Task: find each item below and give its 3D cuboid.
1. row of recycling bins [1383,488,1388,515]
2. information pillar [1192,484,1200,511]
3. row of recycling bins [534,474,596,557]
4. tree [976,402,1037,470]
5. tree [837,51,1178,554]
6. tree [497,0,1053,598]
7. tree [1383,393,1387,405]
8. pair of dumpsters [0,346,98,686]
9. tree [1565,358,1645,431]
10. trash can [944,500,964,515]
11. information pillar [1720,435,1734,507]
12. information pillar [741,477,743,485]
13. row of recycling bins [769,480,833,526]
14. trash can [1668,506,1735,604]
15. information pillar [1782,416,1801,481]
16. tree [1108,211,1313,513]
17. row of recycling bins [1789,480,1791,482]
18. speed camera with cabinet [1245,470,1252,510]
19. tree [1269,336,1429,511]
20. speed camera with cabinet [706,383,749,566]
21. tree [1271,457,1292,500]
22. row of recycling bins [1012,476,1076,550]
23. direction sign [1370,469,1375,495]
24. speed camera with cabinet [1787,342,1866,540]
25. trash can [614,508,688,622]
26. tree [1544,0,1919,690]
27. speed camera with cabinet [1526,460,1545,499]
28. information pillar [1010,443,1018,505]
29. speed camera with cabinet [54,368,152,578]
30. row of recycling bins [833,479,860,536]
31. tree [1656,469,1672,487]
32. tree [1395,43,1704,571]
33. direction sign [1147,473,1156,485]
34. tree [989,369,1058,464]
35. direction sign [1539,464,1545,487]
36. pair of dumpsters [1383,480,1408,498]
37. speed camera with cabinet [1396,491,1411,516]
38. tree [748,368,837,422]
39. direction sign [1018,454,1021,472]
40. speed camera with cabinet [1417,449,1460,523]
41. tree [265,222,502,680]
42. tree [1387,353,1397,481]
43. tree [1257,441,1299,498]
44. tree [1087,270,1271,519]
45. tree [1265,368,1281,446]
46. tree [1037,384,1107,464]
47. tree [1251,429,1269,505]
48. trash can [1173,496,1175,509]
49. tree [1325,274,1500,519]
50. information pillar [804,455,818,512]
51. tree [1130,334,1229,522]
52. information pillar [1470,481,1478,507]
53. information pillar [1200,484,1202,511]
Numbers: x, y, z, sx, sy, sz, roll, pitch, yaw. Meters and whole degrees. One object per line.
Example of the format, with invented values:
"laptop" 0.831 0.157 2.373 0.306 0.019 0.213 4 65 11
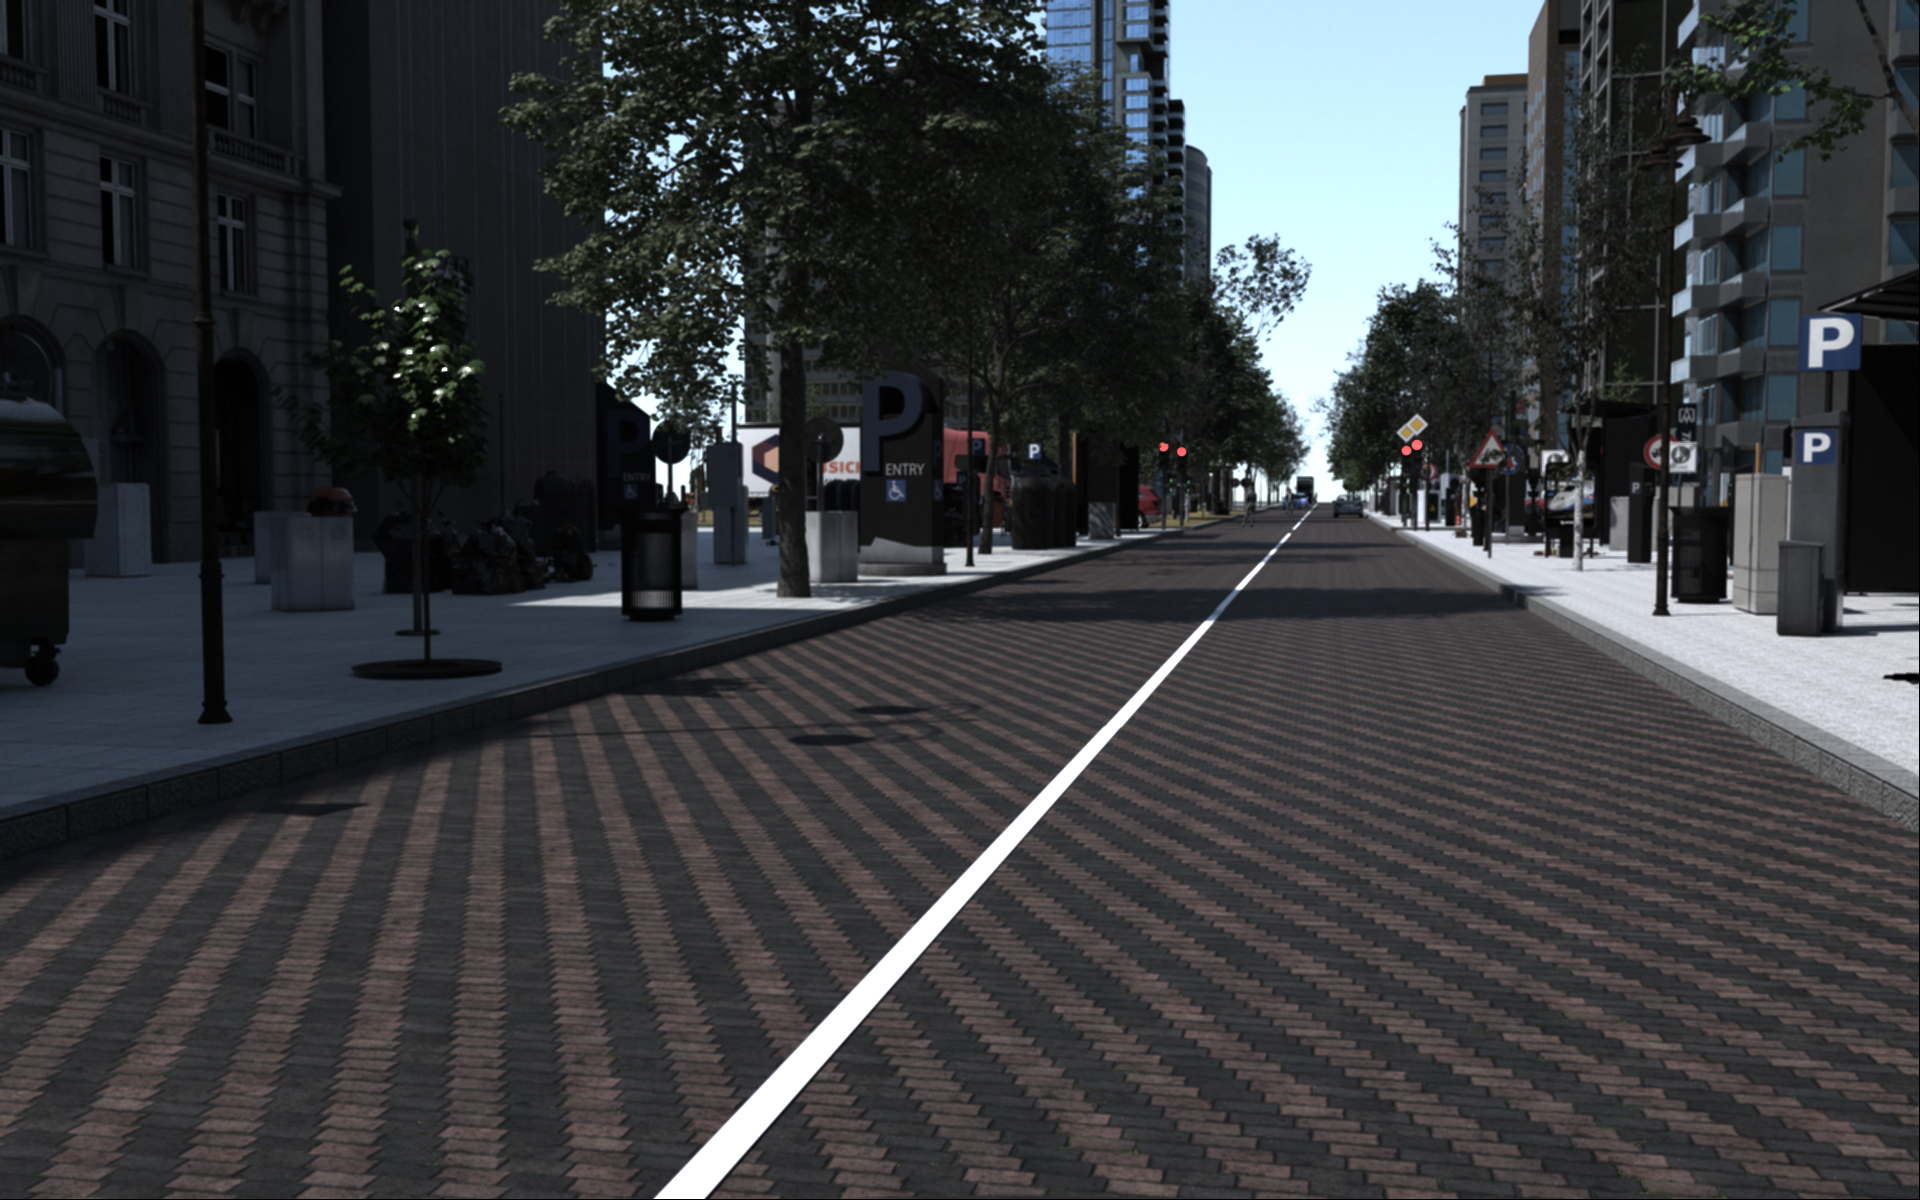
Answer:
"row of recycling bins" 26.274 -6.011 105.391 1.069 1.692 3.534 1 4 13
"information pillar" 17.242 -7.512 127.308 0.304 2.012 0.304 1 4 16
"row of recycling bins" -8.400 -1.813 36.754 1.069 1.692 3.534 0 4 -4
"tree" 3.625 -10.098 115.460 4.737 8.622 4.395 0 3 0
"tree" 0.841 -6.246 36.532 7.601 10.594 8.767 2 4 23
"tree" -1.721 -6.293 21.013 7.486 12.596 7.792 0 3 0
"tree" 22.202 -8.073 82.357 4.360 8.622 3.978 0 3 0
"pair of dumpsters" -6.947 -0.437 9.633 1.574 2.255 4.437 1 4 12
"tree" 34.811 -8.731 93.113 4.737 8.622 4.395 0 3 0
"trash can" -0.241 -2.015 44.592 0.748 1.137 0.748 0 3 0
"information pillar" 30.334 -4.719 68.509 0.504 3.616 0.183 0 4 -3
"information pillar" -8.081 -3.574 62.921 0.304 2.012 0.304 1 4 20
"row of recycling bins" -5.424 -3.305 61.145 3.534 1.692 1.069 3 5 42
"trash can" 8.710 -0.534 20.393 0.748 1.137 0.748 0 3 0
"information pillar" 25.111 -3.728 52.305 0.183 3.616 0.504 -3 5 -42
"tree" 16.534 -15.963 116.883 12.611 20.169 13.585 0 3 0
"row of recycling bins" 20.680 -2.183 42.809 1.069 1.692 3.534 -2 4 -33
"speed camera with cabinet" 23.095 -8.842 138.905 0.660 3.252 2.038 1 4 9
"tree" 31.035 -13.382 129.158 12.009 13.543 11.850 0 3 0
"speed camera with cabinet" -4.234 -2.278 31.575 0.660 3.252 2.038 0 4 -2
"tree" 50.781 -19.896 275.654 4.360 8.622 3.978 0 3 0
"row of recycling bins" 1.987 -2.093 41.331 1.069 1.692 3.534 1 4 18
"direction sign" 32.944 -8.936 138.092 0.876 3.537 0.379 -3 5 -41
"speed camera with cabinet" 11.372 -1.766 23.207 0.660 3.252 2.038 -1 4 -12
"trash can" -3.133 -0.363 17.588 0.748 1.137 0.748 0 3 0
"tree" 6.779 -5.222 11.140 9.928 11.665 9.643 0 3 0
"speed camera with cabinet" 33.998 -6.552 101.459 2.038 3.252 0.660 -3 4 -38
"information pillar" 2.373 -5.294 77.911 0.504 3.616 0.183 1 4 18
"speed camera with cabinet" -13.498 -2.002 27.071 2.038 3.252 0.660 2 4 34
"row of recycling bins" -1.958 -2.663 50.648 3.534 1.692 1.069 3 4 38
"tree" 44.325 -7.885 112.636 4.285 4.588 4.351 0 3 0
"tree" 10.211 -4.798 28.807 4.360 8.622 3.978 0 3 0
"direction sign" 15.659 -9.178 142.050 0.876 3.537 0.379 3 4 38
"tree" 3.029 -8.748 93.387 4.360 8.622 3.978 0 3 0
"direction sign" 44.577 -8.574 132.187 0.876 3.537 0.379 -1 4 -17
"pair of dumpsters" 29.282 -6.959 116.280 1.574 2.255 4.437 1 4 12
"speed camera with cabinet" 26.118 -6.430 99.466 2.038 3.252 0.660 1 4 14
"tree" -9.788 -9.176 100.391 4.737 8.622 4.395 0 3 0
"direction sign" 3.113 -6.528 98.728 0.876 3.537 0.379 -2 4 -32
"speed camera with cabinet" 21.089 -5.016 76.347 2.038 3.252 0.660 -2 4 -27
"tree" -3.814 -1.094 12.496 1.663 3.219 1.824 0 3 0
"tree" 15.442 -6.216 51.988 4.360 8.622 3.978 0 3 0
"tree" 43.059 -17.616 238.381 4.737 8.622 4.395 0 3 0
"tree" 11.309 -10.527 89.132 9.611 12.733 9.660 0 3 0
"tree" 15.588 -11.350 103.696 7.486 12.596 7.792 0 3 0
"tree" 7.944 -9.650 108.140 4.737 8.622 4.395 0 3 0
"tree" 35.021 -17.423 195.230 12.009 13.543 11.850 0 3 0
"trash can" 15.528 -6.832 123.357 0.748 1.137 0.748 0 3 0
"tree" 23.830 -10.619 90.630 9.611 12.733 9.660 0 3 0
"information pillar" -2.757 -1.629 31.132 0.304 2.012 0.304 -3 5 -43
"tree" 10.212 -7.883 79.245 4.360 8.622 3.978 0 3 0
"information pillar" 28.836 -6.466 97.070 0.183 3.616 0.504 -3 4 -38
"information pillar" 18.252 -7.810 132.186 0.304 2.012 0.304 -3 5 -43
